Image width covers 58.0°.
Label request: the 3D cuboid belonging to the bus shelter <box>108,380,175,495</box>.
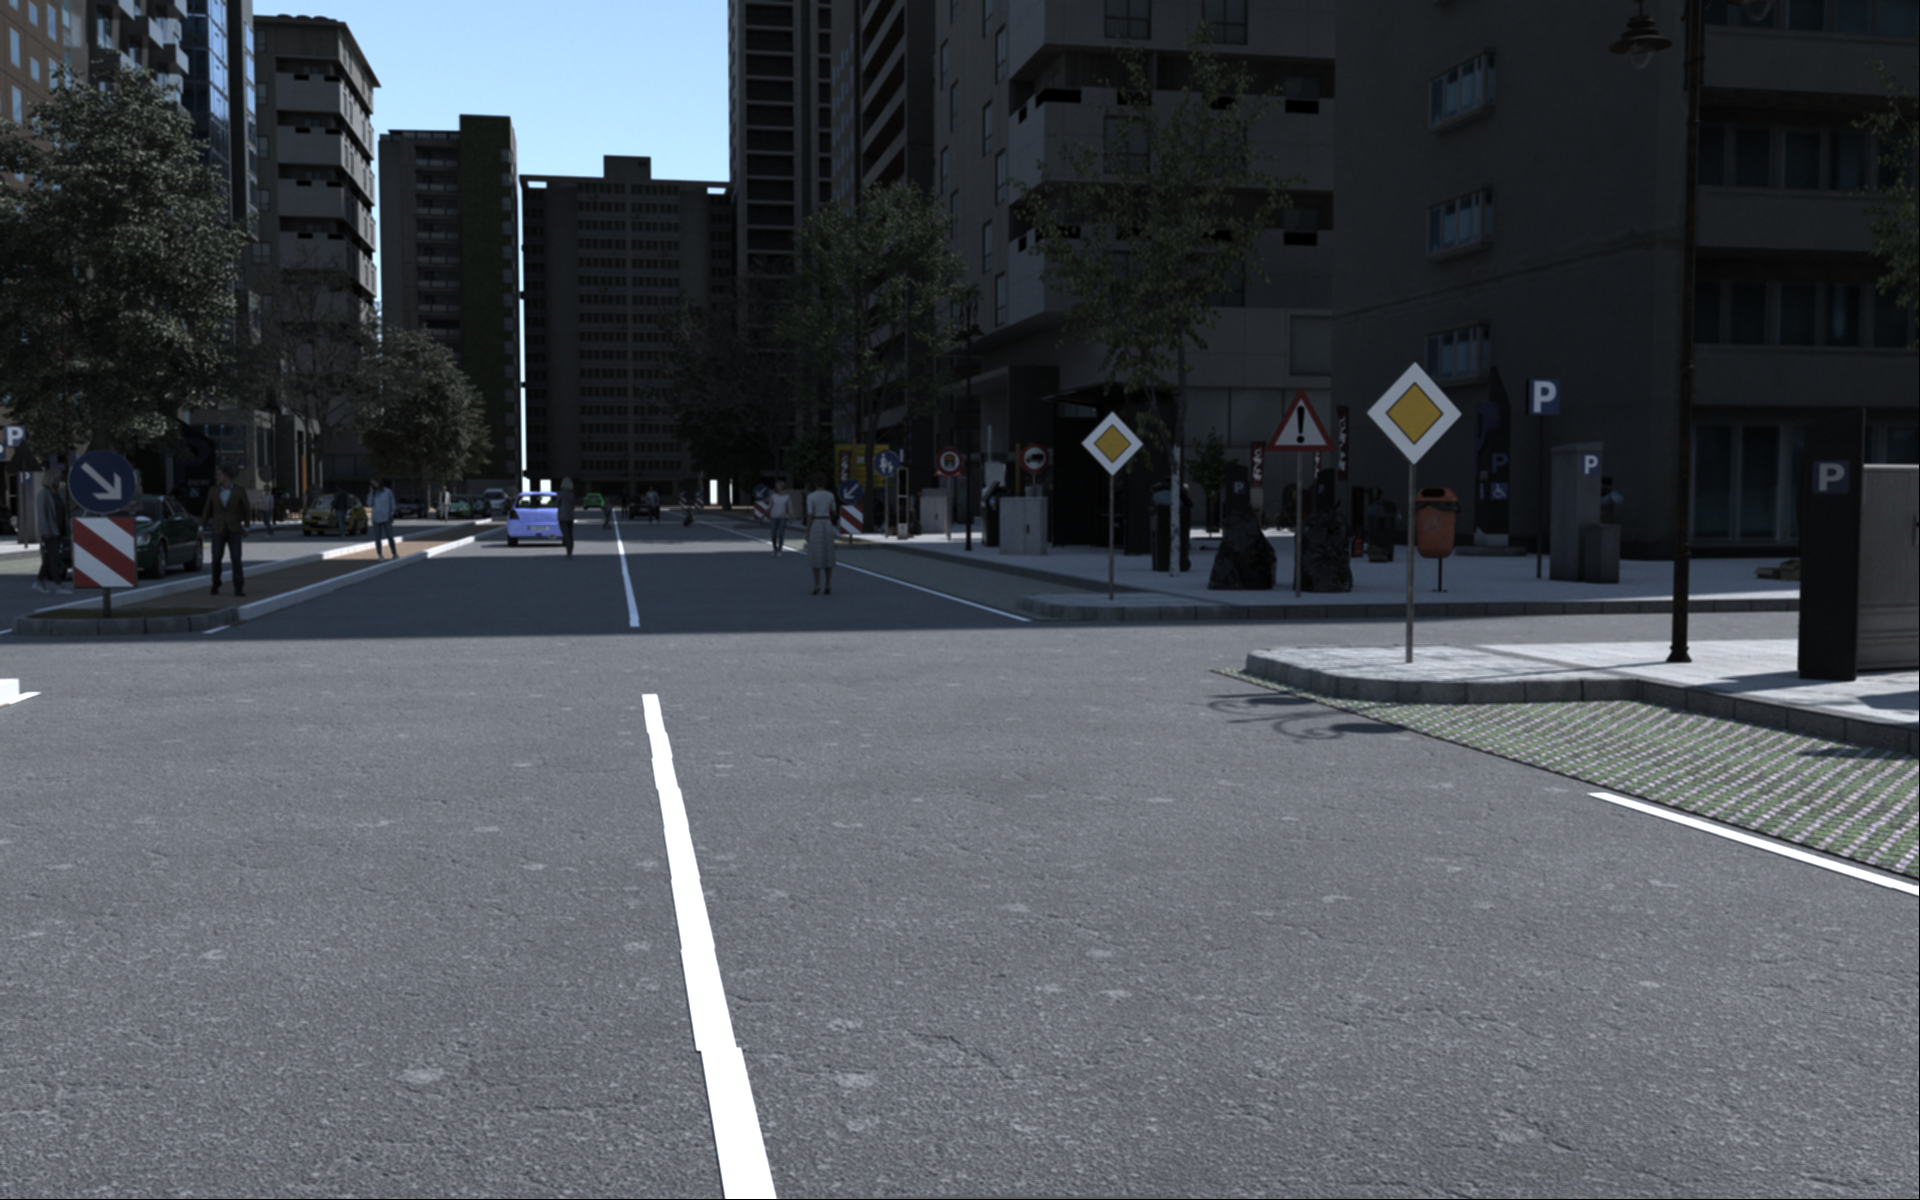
[{"bbox_3d":[-29.196,-5.181,62.335,2.179,5.291,8.768,-1,4,-11],"label":"bus shelter"}]

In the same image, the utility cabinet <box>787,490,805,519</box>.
[{"bbox_3d":[-8.584,-4.953,89.656,1.173,1.500,0.318,-3,4,-36],"label":"utility cabinet"}]

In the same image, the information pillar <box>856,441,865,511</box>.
[{"bbox_3d":[-4.239,-4.958,72.416,0.504,3.616,0.183,-1,4,-19],"label":"information pillar"}]

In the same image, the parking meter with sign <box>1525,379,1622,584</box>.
[{"bbox_3d":[9.067,-1.790,25.520,0.543,3.016,1.738,-1,4,-17],"label":"parking meter with sign"}]

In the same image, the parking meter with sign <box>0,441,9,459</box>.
[{"bbox_3d":[-33.643,-3.885,59.787,1.738,3.016,0.543,2,4,34],"label":"parking meter with sign"}]

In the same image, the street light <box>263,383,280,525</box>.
[{"bbox_3d":[-28.672,-6.083,72.245,0.468,5.910,1.993,-1,4,-11],"label":"street light"}]

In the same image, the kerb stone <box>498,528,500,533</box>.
[{"bbox_3d":[-16.742,-2.452,62.324,0.120,0.150,1.000,-1,4,-11],"label":"kerb stone"}]

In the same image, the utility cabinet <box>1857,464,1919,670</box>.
[{"bbox_3d":[6.802,-0.244,12.673,1.173,1.500,0.318,-1,4,-22],"label":"utility cabinet"}]

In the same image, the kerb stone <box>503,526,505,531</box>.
[{"bbox_3d":[-17.353,-2.639,65.335,0.120,0.150,1.000,-1,4,-11],"label":"kerb stone"}]

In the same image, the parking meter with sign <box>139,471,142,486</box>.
[{"bbox_3d":[-27.750,-3.770,57.901,1.738,3.016,0.543,-1,4,-11],"label":"parking meter with sign"}]

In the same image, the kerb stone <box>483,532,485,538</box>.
[{"bbox_3d":[-15.325,-2.019,55.261,0.120,0.150,1.000,-1,4,-11],"label":"kerb stone"}]

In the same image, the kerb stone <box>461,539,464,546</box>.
[{"bbox_3d":[-13.688,-1.530,47.215,0.120,0.150,1.000,-1,4,-11],"label":"kerb stone"}]

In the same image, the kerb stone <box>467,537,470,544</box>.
[{"bbox_3d":[-14.099,-1.653,49.233,0.120,0.150,1.000,-1,4,-11],"label":"kerb stone"}]

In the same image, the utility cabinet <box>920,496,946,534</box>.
[{"bbox_3d":[-0.823,-2.750,56.124,1.020,1.237,0.306,3,4,36],"label":"utility cabinet"}]

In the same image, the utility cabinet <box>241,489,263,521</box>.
[{"bbox_3d":[-33.655,-4.486,82.033,1.173,1.500,0.318,0,3,0],"label":"utility cabinet"}]

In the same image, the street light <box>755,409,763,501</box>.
[{"bbox_3d":[-10.980,-7.452,94.620,0.468,5.910,1.993,-1,4,-11],"label":"street light"}]

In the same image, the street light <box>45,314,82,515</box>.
[{"bbox_3d":[-23.097,-4.401,44.739,0.468,5.910,1.993,-1,4,-11],"label":"street light"}]

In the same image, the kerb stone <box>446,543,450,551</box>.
[{"bbox_3d":[-12.883,-1.283,43.172,0.120,0.150,1.000,-1,4,-11],"label":"kerb stone"}]

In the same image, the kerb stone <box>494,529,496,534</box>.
[{"bbox_3d":[-16.336,-2.329,60.309,0.120,0.150,1.000,-1,4,-11],"label":"kerb stone"}]

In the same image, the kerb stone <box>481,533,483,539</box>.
[{"bbox_3d":[-15.114,-1.961,54.260,0.120,0.150,1.000,-1,4,-11],"label":"kerb stone"}]

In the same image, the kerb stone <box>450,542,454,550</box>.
[{"bbox_3d":[-13.086,-1.345,44.190,0.120,0.150,1.000,-1,4,-11],"label":"kerb stone"}]

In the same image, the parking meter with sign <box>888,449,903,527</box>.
[{"bbox_3d":[-2.422,-4.336,67.146,0.543,3.016,1.738,-1,4,-21],"label":"parking meter with sign"}]

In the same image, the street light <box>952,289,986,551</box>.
[{"bbox_3d":[0.195,-4.060,39.172,0.468,5.910,1.993,-1,4,-11],"label":"street light"}]

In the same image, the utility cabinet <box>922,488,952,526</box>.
[{"bbox_3d":[-0.912,-3.645,68.273,1.173,1.500,0.318,0,3,0],"label":"utility cabinet"}]

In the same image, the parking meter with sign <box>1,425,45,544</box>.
[{"bbox_3d":[-24.005,-2.971,44.837,0.543,3.016,1.738,0,4,-3],"label":"parking meter with sign"}]

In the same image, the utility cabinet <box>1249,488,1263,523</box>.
[{"bbox_3d":[10.897,-3.491,65.760,1.173,1.500,0.318,-1,4,-14],"label":"utility cabinet"}]

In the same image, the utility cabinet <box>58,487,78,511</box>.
[{"bbox_3d":[-28.372,-2.870,55.609,0.318,1.500,1.173,2,4,31],"label":"utility cabinet"}]

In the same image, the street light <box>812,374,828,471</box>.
[{"bbox_3d":[-5.424,-5.769,67.110,0.468,5.910,1.993,-1,4,-11],"label":"street light"}]

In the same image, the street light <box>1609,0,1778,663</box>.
[{"bbox_3d":[5.504,-2.464,13.078,0.468,5.910,1.993,-1,4,-11],"label":"street light"}]

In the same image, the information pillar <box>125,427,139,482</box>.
[{"bbox_3d":[-27.329,-4.023,57.137,0.504,3.616,0.183,1,4,17],"label":"information pillar"}]

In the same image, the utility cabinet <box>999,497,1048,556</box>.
[{"bbox_3d":[1.328,-1.547,36.450,1.020,1.237,0.306,2,4,32],"label":"utility cabinet"}]

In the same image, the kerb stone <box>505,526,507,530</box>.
[{"bbox_3d":[-17.551,-2.700,66.338,0.120,0.150,1.000,-1,4,-11],"label":"kerb stone"}]

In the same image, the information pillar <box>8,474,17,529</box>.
[{"bbox_3d":[-35.218,-3.671,64.509,0.304,2.012,0.304,-1,4,-11],"label":"information pillar"}]

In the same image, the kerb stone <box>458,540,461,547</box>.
[{"bbox_3d":[-13.495,-1.468,46.208,0.120,0.150,1.000,-1,4,-11],"label":"kerb stone"}]

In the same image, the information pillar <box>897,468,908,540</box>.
[{"bbox_3d":[-1.618,-2.704,48.706,0.304,2.012,0.304,0,4,-5],"label":"information pillar"}]

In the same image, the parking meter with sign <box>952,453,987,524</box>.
[{"bbox_3d":[0.231,-4.736,73.699,1.738,3.016,0.543,1,4,14],"label":"parking meter with sign"}]

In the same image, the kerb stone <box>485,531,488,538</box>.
[{"bbox_3d":[-15.526,-2.084,56.269,0.120,0.150,1.000,-1,4,-11],"label":"kerb stone"}]

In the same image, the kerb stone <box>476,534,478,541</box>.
[{"bbox_3d":[-14.719,-1.837,52.249,0.120,0.150,1.000,-1,4,-11],"label":"kerb stone"}]

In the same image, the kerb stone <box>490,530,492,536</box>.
[{"bbox_3d":[-15.930,-2.208,58.293,0.120,0.150,1.000,-1,4,-11],"label":"kerb stone"}]

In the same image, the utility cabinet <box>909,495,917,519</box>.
[{"bbox_3d":[-2.204,-4.755,88.899,0.306,1.237,1.020,2,4,33],"label":"utility cabinet"}]

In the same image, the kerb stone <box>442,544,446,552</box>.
[{"bbox_3d":[-12.679,-1.222,42.170,0.120,0.150,1.000,-1,4,-11],"label":"kerb stone"}]

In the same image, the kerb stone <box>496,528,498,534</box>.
[{"bbox_3d":[-16.548,-2.393,61.320,0.120,0.150,1.000,-1,4,-11],"label":"kerb stone"}]

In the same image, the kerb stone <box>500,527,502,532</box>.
[{"bbox_3d":[-16.948,-2.516,63.325,0.120,0.150,1.000,-1,4,-11],"label":"kerb stone"}]

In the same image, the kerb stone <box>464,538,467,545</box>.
[{"bbox_3d":[-13.894,-1.588,48.217,0.120,0.150,1.000,-1,4,-11],"label":"kerb stone"}]

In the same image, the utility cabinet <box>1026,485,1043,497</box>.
[{"bbox_3d":[1.903,-2.206,44.744,0.318,1.500,1.173,0,4,-5],"label":"utility cabinet"}]

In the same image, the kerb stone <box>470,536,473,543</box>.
[{"bbox_3d":[-14.300,-1.715,50.235,0.120,0.150,1.000,-1,4,-11],"label":"kerb stone"}]

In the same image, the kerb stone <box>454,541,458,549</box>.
[{"bbox_3d":[-13.287,-1.402,45.208,0.120,0.150,1.000,-1,4,-11],"label":"kerb stone"}]

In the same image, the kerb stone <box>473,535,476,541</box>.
[{"bbox_3d":[-14.510,-1.776,51.243,0.120,0.150,1.000,-1,4,-11],"label":"kerb stone"}]

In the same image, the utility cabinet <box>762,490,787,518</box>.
[{"bbox_3d":[-9.593,-4.893,88.673,1.173,1.500,0.318,1,4,9],"label":"utility cabinet"}]

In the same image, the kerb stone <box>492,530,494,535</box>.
[{"bbox_3d":[-16.139,-2.269,59.296,0.120,0.150,1.000,-1,4,-11],"label":"kerb stone"}]

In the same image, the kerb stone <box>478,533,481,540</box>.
[{"bbox_3d":[-14.912,-1.900,53.257,0.120,0.150,1.000,-1,4,-11],"label":"kerb stone"}]

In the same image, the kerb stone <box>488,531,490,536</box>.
[{"bbox_3d":[-15.724,-2.146,57.289,0.120,0.150,1.000,-1,4,-11],"label":"kerb stone"}]
